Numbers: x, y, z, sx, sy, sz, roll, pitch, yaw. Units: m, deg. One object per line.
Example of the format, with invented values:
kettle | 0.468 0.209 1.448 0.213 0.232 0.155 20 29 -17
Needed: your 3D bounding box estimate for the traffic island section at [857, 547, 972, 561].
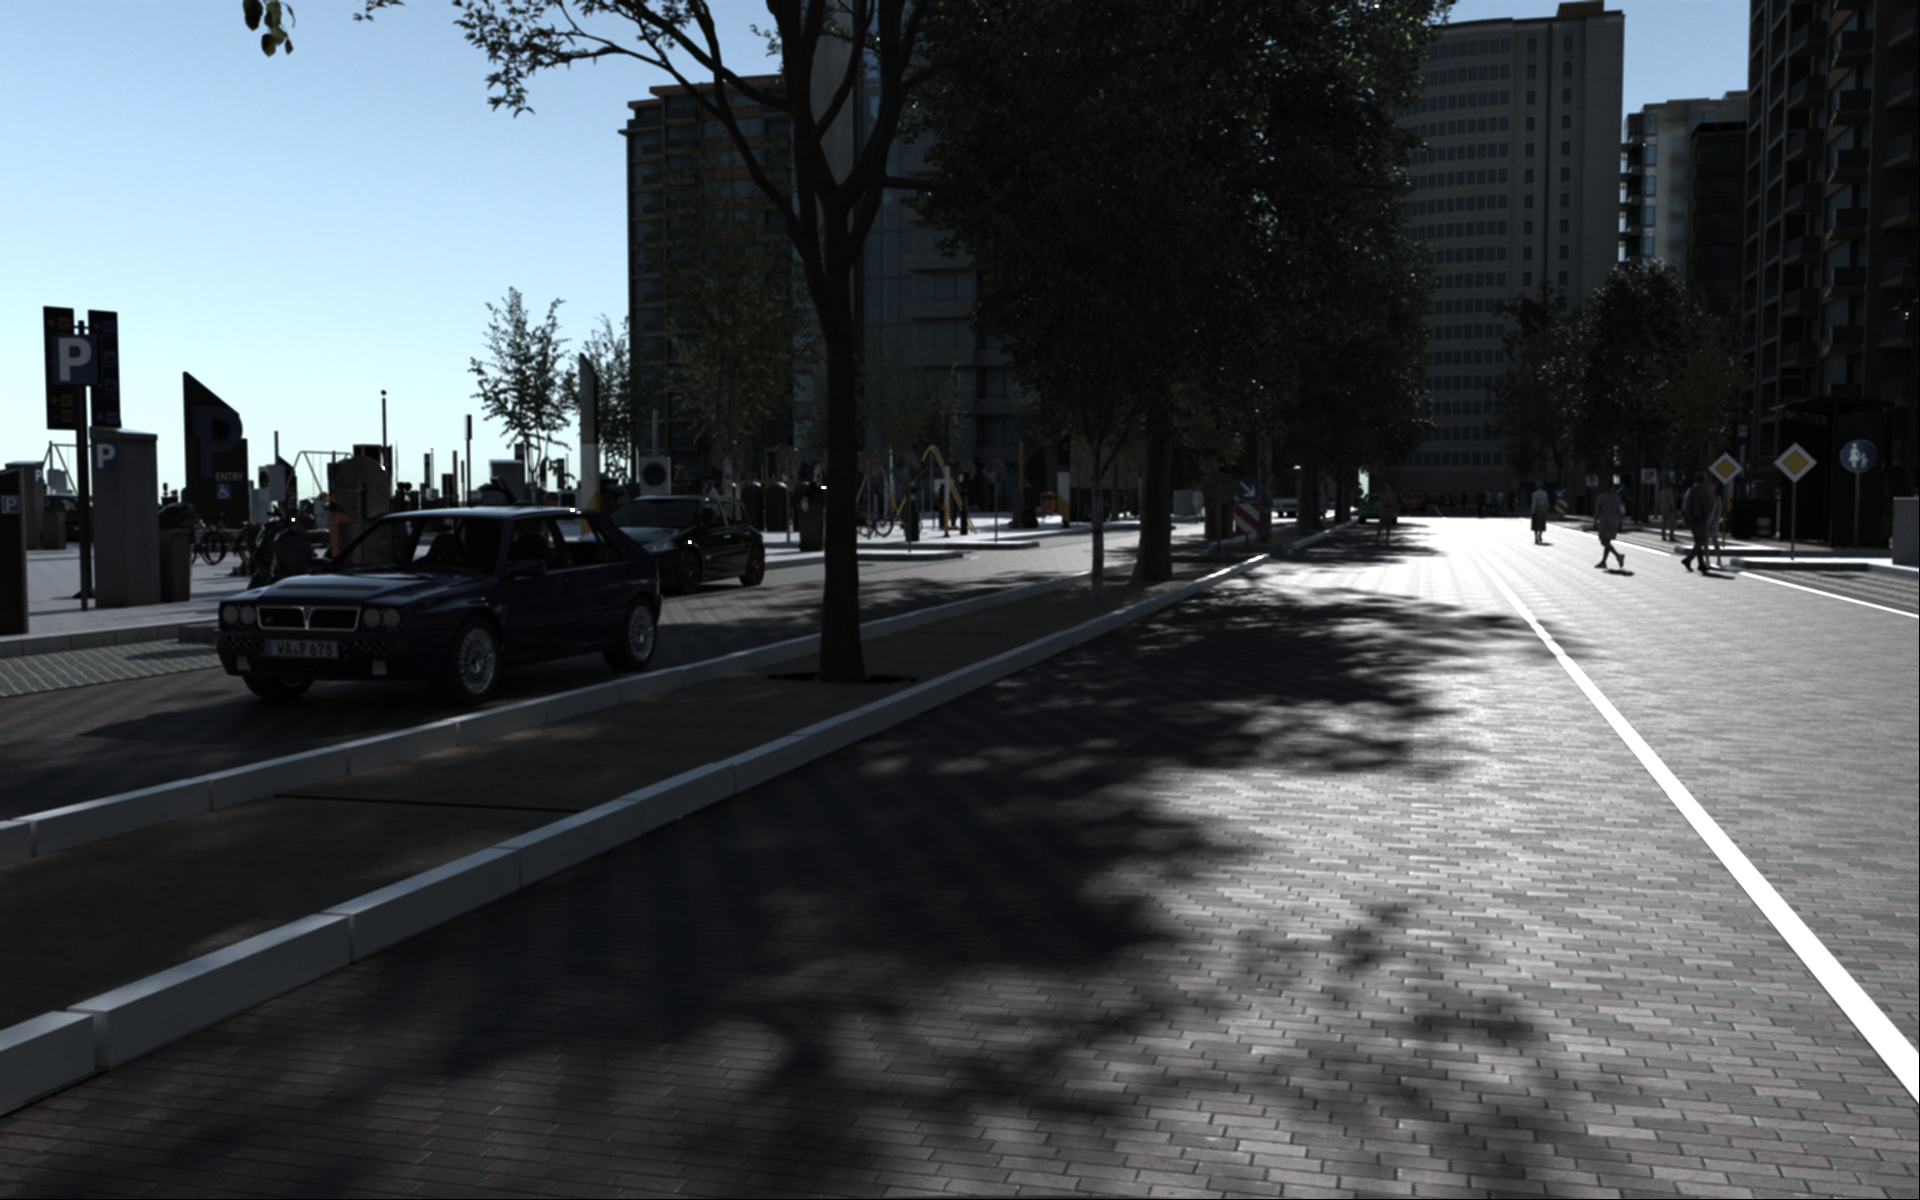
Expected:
traffic island section | -1.128 -0.973 38.195 2.009 0.180 2.903 1 4 15

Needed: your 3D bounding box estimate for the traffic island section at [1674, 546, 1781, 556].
traffic island section | 18.220 -1.163 41.297 2.009 0.180 2.903 1 4 15

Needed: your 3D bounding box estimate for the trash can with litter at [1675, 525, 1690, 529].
trash can with litter | 27.253 -3.256 64.298 2.233 1.210 1.678 -1 4 -16

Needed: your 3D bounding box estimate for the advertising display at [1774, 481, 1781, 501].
advertising display | 42.079 -5.089 88.420 0.974 1.923 0.123 3 5 45

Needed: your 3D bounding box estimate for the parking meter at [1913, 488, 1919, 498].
parking meter | 39.642 -3.870 71.683 0.372 1.533 0.369 0 3 0

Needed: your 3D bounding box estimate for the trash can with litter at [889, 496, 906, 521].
trash can with litter | -3.032 -4.287 81.486 1.055 1.170 0.624 -1 4 -12

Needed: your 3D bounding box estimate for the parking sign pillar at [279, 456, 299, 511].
parking sign pillar | -46.312 -7.995 119.188 1.447 3.967 1.447 2 4 32

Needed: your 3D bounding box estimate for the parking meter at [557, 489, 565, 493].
parking meter | -20.065 -4.818 87.183 0.372 1.533 0.369 0 3 0

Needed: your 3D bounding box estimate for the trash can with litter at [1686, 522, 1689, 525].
trash can with litter | 30.735 -3.714 72.118 1.055 1.170 0.624 2 4 26

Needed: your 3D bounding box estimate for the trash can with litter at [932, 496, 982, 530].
trash can with litter | -0.224 -3.157 62.676 1.678 1.210 2.233 -1 4 -13

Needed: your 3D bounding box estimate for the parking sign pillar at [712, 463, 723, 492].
parking sign pillar | -12.955 -6.420 93.445 1.447 3.967 1.447 1 4 14

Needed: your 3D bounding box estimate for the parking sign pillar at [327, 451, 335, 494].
parking sign pillar | -38.827 -7.255 107.089 1.447 3.967 1.447 -1 4 -18

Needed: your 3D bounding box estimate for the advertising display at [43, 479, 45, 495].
advertising display | -38.156 -4.039 71.258 0.123 1.923 0.974 3 4 39

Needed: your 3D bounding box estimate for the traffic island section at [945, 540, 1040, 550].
traffic island section | 0.936 -1.445 45.910 2.009 0.180 2.903 1 4 15

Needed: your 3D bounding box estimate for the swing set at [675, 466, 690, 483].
swing set | -16.276 -6.101 97.365 2.862 2.851 3.119 -3 4 -39

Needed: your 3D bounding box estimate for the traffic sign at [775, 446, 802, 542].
traffic sign | -4.584 -2.819 46.194 0.768 2.556 0.104 1 4 19

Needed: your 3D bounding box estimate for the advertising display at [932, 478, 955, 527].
advertising display | -0.647 -3.858 68.289 0.974 1.923 0.123 -2 4 -26

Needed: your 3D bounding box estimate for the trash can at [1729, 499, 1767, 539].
trash can | 22.207 -2.292 49.123 0.748 1.137 0.748 0 3 0

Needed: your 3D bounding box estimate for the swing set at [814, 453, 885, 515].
swing set | -4.042 -4.143 65.357 2.862 2.851 3.119 3 4 38

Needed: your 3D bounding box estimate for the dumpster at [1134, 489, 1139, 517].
dumpster | 10.462 -5.592 97.183 1.264 1.857 1.865 1 4 15

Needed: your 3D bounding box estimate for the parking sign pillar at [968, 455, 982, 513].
parking sign pillar | 0.776 -8.060 120.258 1.447 3.967 1.447 3 4 38

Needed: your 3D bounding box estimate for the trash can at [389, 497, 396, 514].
trash can | -23.551 -3.718 72.447 0.748 1.137 0.748 0 3 0

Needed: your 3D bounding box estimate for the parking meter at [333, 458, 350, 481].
parking meter | -9.967 -1.372 28.151 0.255 1.863 0.399 1 4 9

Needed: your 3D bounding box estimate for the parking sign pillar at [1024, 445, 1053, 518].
parking sign pillar | 4.022 -6.515 94.985 1.447 3.967 1.447 -3 5 -44

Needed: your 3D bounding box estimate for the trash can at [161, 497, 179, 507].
trash can | -42.794 -5.010 93.573 0.748 1.137 0.748 0 3 0

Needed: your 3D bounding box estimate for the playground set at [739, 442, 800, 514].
playground set | -10.247 -6.747 97.095 5.637 4.214 5.302 2 4 26

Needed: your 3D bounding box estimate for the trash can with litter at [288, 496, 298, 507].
trash can with litter | -30.356 -4.170 79.239 2.233 1.210 1.678 2 4 31

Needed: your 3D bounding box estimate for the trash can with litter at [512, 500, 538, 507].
trash can with litter | -7.552 -1.178 30.640 0.624 1.170 1.055 1 4 17

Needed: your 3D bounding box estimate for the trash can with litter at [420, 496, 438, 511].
trash can with litter | -16.615 -2.564 52.984 2.233 1.210 1.678 0 4 -8

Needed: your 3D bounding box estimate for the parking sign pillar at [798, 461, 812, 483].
parking sign pillar | -11.143 -8.327 124.623 1.447 3.967 1.447 -1 4 -11

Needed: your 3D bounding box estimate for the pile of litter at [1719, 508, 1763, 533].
pile of litter | 25.845 -2.649 57.283 1.719 0.858 1.176 -1 4 -12

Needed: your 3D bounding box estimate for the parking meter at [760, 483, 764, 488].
parking meter | -10.446 -5.185 90.490 0.399 1.863 0.255 2 4 25

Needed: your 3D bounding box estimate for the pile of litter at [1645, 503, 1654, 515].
pile of litter | 42.523 -5.698 107.132 1.176 0.858 1.719 3 4 37

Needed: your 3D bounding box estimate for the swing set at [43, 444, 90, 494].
swing set | -27.851 -3.536 55.434 2.862 2.851 3.119 1 4 13

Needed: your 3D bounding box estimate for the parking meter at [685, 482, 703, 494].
parking meter | -5.488 -1.675 35.800 0.372 1.533 0.369 0 3 0

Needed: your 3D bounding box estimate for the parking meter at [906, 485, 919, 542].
parking meter | -1.287 -2.355 46.909 0.372 1.533 0.369 0 3 0

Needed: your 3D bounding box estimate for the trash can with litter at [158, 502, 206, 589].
trash can with litter | -10.546 -0.701 22.853 0.624 1.170 1.055 1 4 21

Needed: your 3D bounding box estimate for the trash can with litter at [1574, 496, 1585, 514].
trash can with litter | 39.707 -6.096 111.057 0.624 1.170 1.055 1 4 20

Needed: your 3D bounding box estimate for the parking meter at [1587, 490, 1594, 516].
parking meter | 36.731 -5.659 100.933 0.372 1.533 0.369 0 3 0

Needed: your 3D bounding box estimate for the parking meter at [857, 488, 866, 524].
parking meter | -4.136 -3.916 72.433 0.372 1.533 0.369 0 3 0

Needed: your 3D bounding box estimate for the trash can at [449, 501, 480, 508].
trash can | -10.138 -1.473 35.730 0.748 1.137 0.748 0 3 0

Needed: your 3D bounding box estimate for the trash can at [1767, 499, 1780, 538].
trash can | 23.581 -2.389 50.718 0.748 1.137 0.748 0 3 0

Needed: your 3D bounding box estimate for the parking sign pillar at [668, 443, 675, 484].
parking sign pillar | -15.384 -6.296 91.415 1.447 3.967 1.447 0 4 2

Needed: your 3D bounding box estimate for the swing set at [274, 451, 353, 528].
swing set | -23.564 -4.075 64.250 2.862 2.851 3.119 1 4 15

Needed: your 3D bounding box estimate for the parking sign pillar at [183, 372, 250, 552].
parking sign pillar | -16.598 -3.071 38.688 1.447 3.967 1.447 2 4 32

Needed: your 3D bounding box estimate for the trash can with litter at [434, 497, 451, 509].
trash can with litter | -17.388 -2.815 57.418 0.624 1.170 1.055 1 4 9

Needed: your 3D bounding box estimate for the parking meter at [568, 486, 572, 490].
parking meter | -28.071 -7.280 124.742 0.255 1.863 0.399 0 4 -6

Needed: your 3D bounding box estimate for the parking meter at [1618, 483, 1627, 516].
parking meter | 36.301 -5.459 94.963 0.255 1.863 0.399 -2 4 -32

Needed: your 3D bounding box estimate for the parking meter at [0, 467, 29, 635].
parking meter | -8.755 -0.455 15.849 0.372 1.533 0.369 0 3 0

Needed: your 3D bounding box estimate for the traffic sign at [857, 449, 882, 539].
traffic sign | -2.569 -2.985 48.915 0.768 2.556 0.104 1 4 18

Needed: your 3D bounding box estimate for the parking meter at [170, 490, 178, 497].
parking meter | -44.208 -5.445 97.442 0.372 1.533 0.369 0 3 0

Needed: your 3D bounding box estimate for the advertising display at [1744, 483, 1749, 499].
advertising display | 44.766 -5.661 97.765 0.123 1.923 0.974 -3 5 -41

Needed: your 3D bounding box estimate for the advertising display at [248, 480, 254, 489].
advertising display | -33.296 -4.634 80.982 0.974 1.923 0.123 3 5 41

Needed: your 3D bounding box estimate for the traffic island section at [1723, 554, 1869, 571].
traffic island section | 16.156 -0.691 33.582 2.009 0.180 2.903 1 4 15

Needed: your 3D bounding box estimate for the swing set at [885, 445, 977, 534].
swing set | -0.935 -3.626 56.900 2.862 2.851 3.119 0 4 -2

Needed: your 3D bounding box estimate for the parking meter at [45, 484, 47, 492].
parking meter | -52.253 -5.690 98.747 0.399 1.863 0.255 1 4 22

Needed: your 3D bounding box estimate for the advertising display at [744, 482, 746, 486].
advertising display | -11.453 -5.401 93.523 0.123 1.923 0.974 0 4 8

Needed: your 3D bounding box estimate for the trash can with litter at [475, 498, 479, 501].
trash can with litter | -14.119 -2.483 51.989 0.624 1.170 1.055 -3 4 -38

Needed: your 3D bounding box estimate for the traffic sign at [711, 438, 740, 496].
traffic sign | -5.374 -2.414 39.572 0.768 2.556 0.104 2 4 24
